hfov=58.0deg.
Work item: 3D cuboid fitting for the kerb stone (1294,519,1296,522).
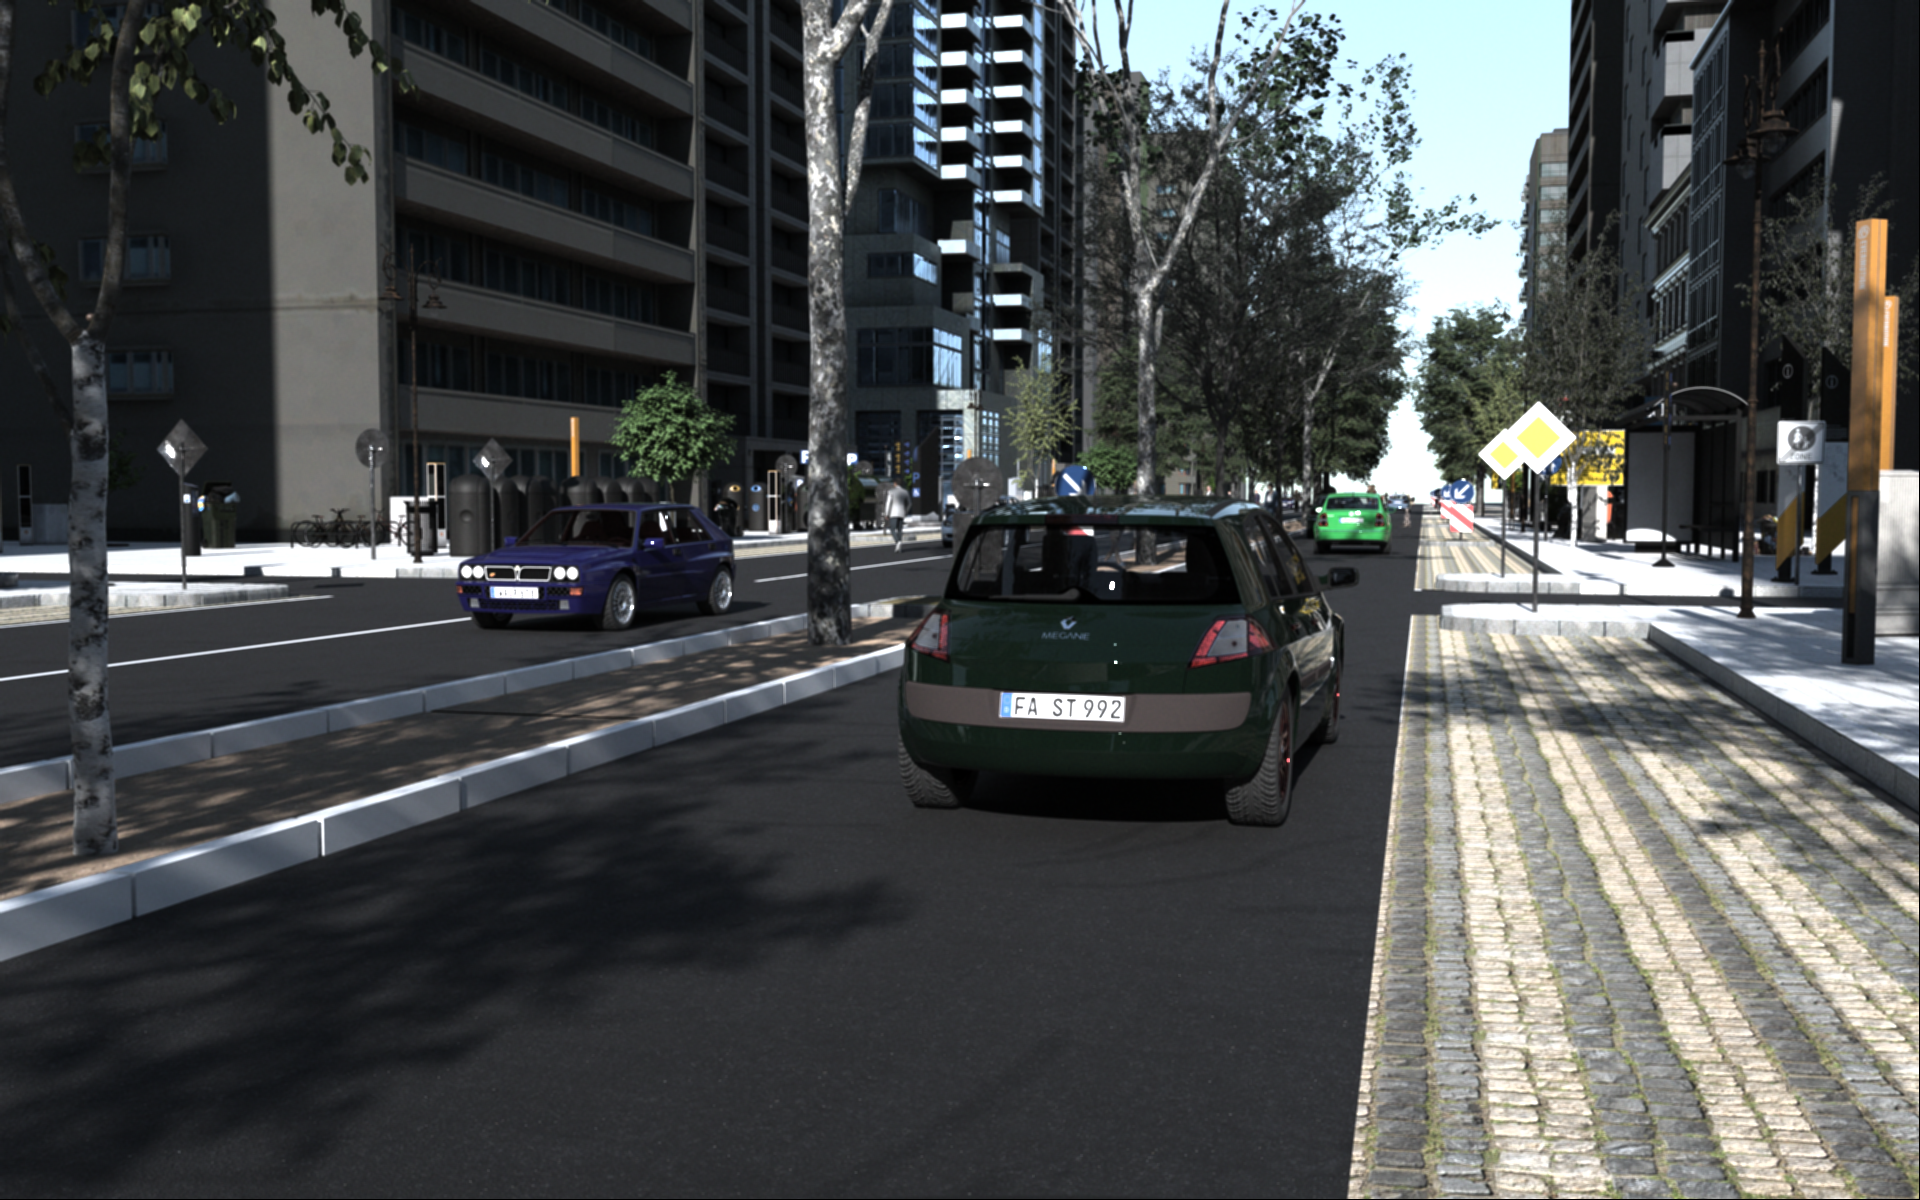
[{"bbox_3d":[16.388,-3.879,85.634,0.120,0.150,1.000,1,4,15],"label":"kerb stone"}]

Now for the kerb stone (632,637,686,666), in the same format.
[{"bbox_3d":[-2.626,0.453,14.797,0.120,0.150,1.000,1,4,15],"label":"kerb stone"}]

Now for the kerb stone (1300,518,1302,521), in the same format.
[{"bbox_3d":[17.447,-4.122,89.597,0.120,0.150,1.000,1,4,15],"label":"kerb stone"}]

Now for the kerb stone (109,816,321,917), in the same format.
[{"bbox_3d":[-2.719,0.968,6.363,0.120,0.150,1.000,1,4,15],"label":"kerb stone"}]

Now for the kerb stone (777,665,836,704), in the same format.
[{"bbox_3d":[-1.121,0.606,12.294,0.120,0.150,1.000,1,4,15],"label":"kerb stone"}]

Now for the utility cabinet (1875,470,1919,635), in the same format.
[{"bbox_3d":[8.675,-0.430,15.714,1.173,1.500,0.318,-1,4,-11],"label":"utility cabinet"}]

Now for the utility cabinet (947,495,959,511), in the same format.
[{"bbox_3d":[-0.164,-5.101,94.564,1.020,1.237,0.306,1,4,13],"label":"utility cabinet"}]

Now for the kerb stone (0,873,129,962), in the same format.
[{"bbox_3d":[-2.982,1.029,5.375,0.120,0.150,1.000,1,4,15],"label":"kerb stone"}]

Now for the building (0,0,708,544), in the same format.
[{"bbox_3d":[-22.426,-26.436,55.937,21.300,48.544,21.600,1,4,15],"label":"building"}]

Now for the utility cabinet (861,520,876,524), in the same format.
[{"bbox_3d":[-4.294,-4.308,79.110,0.318,1.500,1.173,-2,4,-35],"label":"utility cabinet"}]

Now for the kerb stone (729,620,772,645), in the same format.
[{"bbox_3d":[-2.088,0.334,16.777,0.120,0.150,1.000,1,4,15],"label":"kerb stone"}]

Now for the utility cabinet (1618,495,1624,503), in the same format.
[{"bbox_3d":[34.671,-4.895,91.198,1.020,1.237,0.306,2,4,30],"label":"utility cabinet"}]

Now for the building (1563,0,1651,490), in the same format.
[{"bbox_3d":[59.106,-31.231,134.320,21.300,48.544,21.600,1,4,15],"label":"building"}]

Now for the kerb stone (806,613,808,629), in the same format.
[{"bbox_3d":[-1.550,0.210,18.757,0.120,0.150,1.000,1,4,15],"label":"kerb stone"}]

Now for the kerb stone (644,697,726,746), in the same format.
[{"bbox_3d":[-1.658,0.728,10.319,0.120,0.150,1.000,1,4,15],"label":"kerb stone"}]

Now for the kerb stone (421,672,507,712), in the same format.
[{"bbox_3d":[-3.421,0.634,11.827,0.120,0.150,1.000,1,4,15],"label":"kerb stone"}]

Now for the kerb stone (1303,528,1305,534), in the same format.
[{"bbox_3d":[12.025,-2.391,61.294,0.120,0.150,1.000,1,4,15],"label":"kerb stone"}]

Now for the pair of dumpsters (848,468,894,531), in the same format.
[{"bbox_3d":[-3.481,-3.649,62.151,1.574,2.255,4.437,1,4,15],"label":"pair of dumpsters"}]

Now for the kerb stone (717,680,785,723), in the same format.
[{"bbox_3d":[-1.391,0.666,11.305,0.120,0.150,1.000,1,4,15],"label":"kerb stone"}]

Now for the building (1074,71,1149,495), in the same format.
[{"bbox_3d":[9.807,-29.410,164.440,14.154,41.232,14.086,1,4,15],"label":"building"}]

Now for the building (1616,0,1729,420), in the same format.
[{"bbox_3d":[57.189,-31.771,108.695,28.713,52.752,27.495,1,4,15],"label":"building"}]

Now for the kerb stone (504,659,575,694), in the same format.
[{"bbox_3d":[-3.159,0.574,12.815,0.120,0.150,1.000,1,4,15],"label":"kerb stone"}]

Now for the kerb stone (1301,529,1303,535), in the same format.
[{"bbox_3d":[11.762,-2.329,60.307,0.120,0.150,1.000,1,4,15],"label":"kerb stone"}]

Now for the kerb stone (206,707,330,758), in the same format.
[{"bbox_3d":[-3.955,0.760,9.843,0.120,0.150,1.000,1,4,15],"label":"kerb stone"}]

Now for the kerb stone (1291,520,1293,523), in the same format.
[{"bbox_3d":[15.853,-3.757,83.649,0.120,0.150,1.000,1,4,15],"label":"kerb stone"}]

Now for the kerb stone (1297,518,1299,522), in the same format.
[{"bbox_3d":[16.918,-4.001,87.612,0.120,0.150,1.000,1,4,15],"label":"kerb stone"}]

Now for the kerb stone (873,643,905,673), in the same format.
[{"bbox_3d":[-0.599,0.492,14.271,0.120,0.150,1.000,1,4,15],"label":"kerb stone"}]

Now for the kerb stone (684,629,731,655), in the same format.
[{"bbox_3d":[-2.361,0.395,15.788,0.120,0.150,1.000,1,4,15],"label":"kerb stone"}]

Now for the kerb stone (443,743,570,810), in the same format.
[{"bbox_3d":[-2.187,0.847,8.343,0.120,0.150,1.000,1,4,15],"label":"kerb stone"}]

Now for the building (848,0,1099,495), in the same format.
[{"bbox_3d":[1.123,-43.382,147.554,20.563,71.187,20.611,1,4,15],"label":"building"}]

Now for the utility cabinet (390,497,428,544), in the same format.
[{"bbox_3d":[-14.122,-2.045,44.594,1.020,1.237,0.306,-1,4,-10],"label":"utility cabinet"}]

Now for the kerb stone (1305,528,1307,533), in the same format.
[{"bbox_3d":[12.294,-2.452,62.280,0.120,0.150,1.000,1,4,15],"label":"kerb stone"}]

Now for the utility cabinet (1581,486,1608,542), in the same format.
[{"bbox_3d":[16.804,-2.276,45.898,0.318,1.500,1.173,0,4,3],"label":"utility cabinet"}]

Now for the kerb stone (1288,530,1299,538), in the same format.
[{"bbox_3d":[11.232,-2.208,58.329,0.120,0.150,1.000,1,4,15],"label":"kerb stone"}]

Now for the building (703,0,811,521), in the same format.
[{"bbox_3d":[-16.207,-39.474,83.659,20.563,71.187,20.611,1,4,15],"label":"building"}]

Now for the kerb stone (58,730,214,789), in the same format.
[{"bbox_3d":[-4.217,0.816,8.848,0.120,0.150,1.000,1,4,15],"label":"kerb stone"}]

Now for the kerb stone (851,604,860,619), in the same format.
[{"bbox_3d":[-1.300,0.156,19.749,0.120,0.150,1.000,1,4,15],"label":"kerb stone"}]

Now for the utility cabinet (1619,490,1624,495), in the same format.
[{"bbox_3d":[36.771,-5.384,96.702,1.173,1.500,0.318,-2,4,-35],"label":"utility cabinet"}]

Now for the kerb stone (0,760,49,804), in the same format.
[{"bbox_3d":[-4.487,0.877,7.862,0.120,0.150,1.000,1,4,15],"label":"kerb stone"}]

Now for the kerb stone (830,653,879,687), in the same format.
[{"bbox_3d":[-0.854,0.545,13.281,0.120,0.150,1.000,1,4,15],"label":"kerb stone"}]

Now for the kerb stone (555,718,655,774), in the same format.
[{"bbox_3d":[-1.927,0.787,9.332,0.120,0.150,1.000,1,4,15],"label":"kerb stone"}]

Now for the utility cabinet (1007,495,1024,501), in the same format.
[{"bbox_3d":[2.462,-4.119,78.513,0.306,1.237,1.020,-3,4,-38],"label":"utility cabinet"}]

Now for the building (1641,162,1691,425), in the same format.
[{"bbox_3d":[40.428,-13.535,85.918,10.561,19.102,19.286,1,4,15],"label":"building"}]

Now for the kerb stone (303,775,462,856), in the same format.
[{"bbox_3d":[-2.447,0.909,7.353,0.120,0.150,1.000,1,4,15],"label":"kerb stone"}]

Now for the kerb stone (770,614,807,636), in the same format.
[{"bbox_3d":[-1.828,0.271,17.765,0.120,0.150,1.000,1,4,15],"label":"kerb stone"}]

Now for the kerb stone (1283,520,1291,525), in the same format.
[{"bbox_3d":[15.592,-3.698,82.661,0.120,0.150,1.000,1,4,15],"label":"kerb stone"}]

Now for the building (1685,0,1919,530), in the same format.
[{"bbox_3d":[35.471,-14.833,61.580,14.314,24.678,30.058,1,4,15],"label":"building"}]

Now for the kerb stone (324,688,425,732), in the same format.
[{"bbox_3d":[-3.692,0.697,10.831,0.120,0.150,1.000,1,4,15],"label":"kerb stone"}]

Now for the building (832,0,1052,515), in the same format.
[{"bbox_3d":[-5.623,-49.514,122.225,22.319,86.520,31.000,1,4,15],"label":"building"}]

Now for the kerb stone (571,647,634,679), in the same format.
[{"bbox_3d":[-2.896,0.513,13.806,0.120,0.150,1.000,1,4,15],"label":"kerb stone"}]

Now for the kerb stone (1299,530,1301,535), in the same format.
[{"bbox_3d":[11.500,-2.270,59.316,0.120,0.150,1.000,1,4,15],"label":"kerb stone"}]
